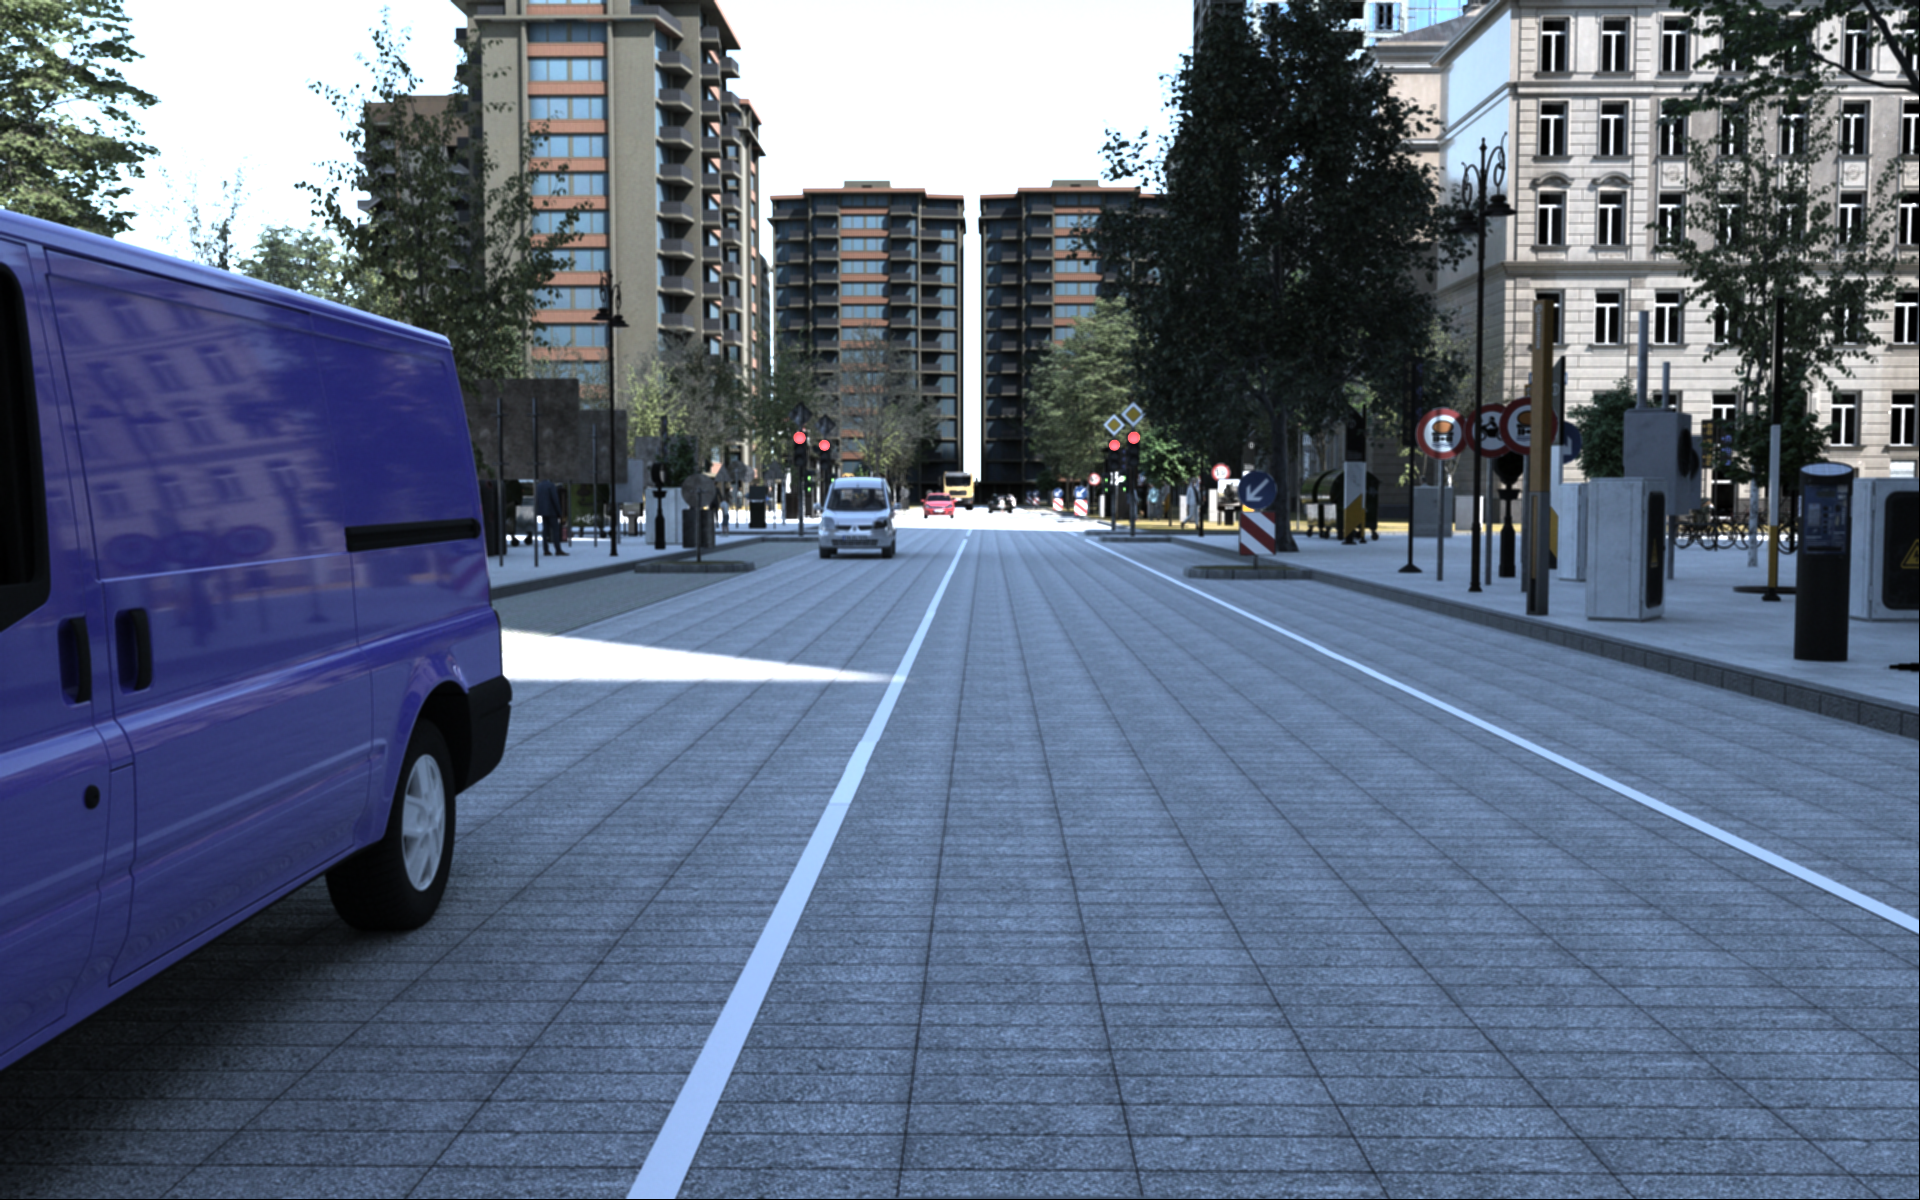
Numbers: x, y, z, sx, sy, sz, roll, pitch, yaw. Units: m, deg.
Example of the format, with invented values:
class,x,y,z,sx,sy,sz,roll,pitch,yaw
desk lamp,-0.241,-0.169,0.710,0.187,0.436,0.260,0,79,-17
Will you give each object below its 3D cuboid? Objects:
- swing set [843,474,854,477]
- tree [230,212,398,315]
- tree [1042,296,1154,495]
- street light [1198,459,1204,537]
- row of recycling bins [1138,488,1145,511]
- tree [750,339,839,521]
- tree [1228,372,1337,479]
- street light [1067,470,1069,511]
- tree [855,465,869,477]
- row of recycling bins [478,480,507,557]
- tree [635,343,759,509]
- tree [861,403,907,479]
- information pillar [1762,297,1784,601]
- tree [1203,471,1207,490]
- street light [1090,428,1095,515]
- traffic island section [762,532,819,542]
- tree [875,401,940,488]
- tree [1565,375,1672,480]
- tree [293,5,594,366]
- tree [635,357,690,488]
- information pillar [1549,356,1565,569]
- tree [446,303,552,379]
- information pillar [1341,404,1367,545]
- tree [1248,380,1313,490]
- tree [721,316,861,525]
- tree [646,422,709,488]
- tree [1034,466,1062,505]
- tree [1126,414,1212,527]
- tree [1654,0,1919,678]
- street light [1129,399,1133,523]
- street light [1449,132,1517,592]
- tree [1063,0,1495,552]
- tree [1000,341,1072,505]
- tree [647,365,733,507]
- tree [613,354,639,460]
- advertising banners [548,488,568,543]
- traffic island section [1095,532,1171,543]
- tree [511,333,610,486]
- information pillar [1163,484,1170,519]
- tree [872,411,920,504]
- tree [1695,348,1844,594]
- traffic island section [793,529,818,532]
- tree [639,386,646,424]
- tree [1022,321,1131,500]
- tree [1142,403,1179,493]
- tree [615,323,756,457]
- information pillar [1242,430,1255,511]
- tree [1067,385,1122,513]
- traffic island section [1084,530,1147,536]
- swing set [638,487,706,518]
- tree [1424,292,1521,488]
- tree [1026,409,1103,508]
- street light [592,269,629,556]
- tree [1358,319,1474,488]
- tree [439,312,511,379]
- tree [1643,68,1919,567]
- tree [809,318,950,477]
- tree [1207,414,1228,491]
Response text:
class,x,y,z,sx,sy,sz,roll,pitch,yaw
swing set,-8.577,-8.314,133.561,2.862,2.851,3.119,0,4,6
tree,-29.879,-10.462,77.716,9.857,13.997,8.962,0,3,0
tree,8.736,-11.026,98.397,7.486,12.596,7.792,0,3,0
street light,7.294,-4.856,52.186,0.468,5.910,1.993,0,4,1
row of recycling bins,11.738,-7.138,123.814,3.534,1.692,1.069,3,5,43
tree,-7.558,-8.031,81.670,4.360,8.622,3.978,0,3,0
tree,16.627,-8.373,87.267,4.360,8.622,3.978,0,3,0
street light,8.461,-9.925,135.059,0.468,5.910,1.993,0,4,1
tree,-6.664,-7.327,114.403,1.663,3.219,1.824,0,3,0
row of recycling bins,-10.002,-1.716,35.175,1.069,1.692,3.534,0,4,-2
tree,-16.375,-10.597,107.677,8.767,10.594,7.601,0,4,4
tree,-6.259,-11.526,138.811,4.737,8.622,4.395,0,3,0
information pillar,9.813,-1.804,20.854,0.183,3.616,0.504,1,4,22
tree,18.874,-10.399,120.381,4.360,8.622,3.978,0,3,0
street light,8.126,-8.198,106.825,0.468,5.910,1.993,0,4,1
traffic island section,-4.868,-1.870,52.861,2.009,0.180,2.903,0,4,1
tree,-5.734,-15.849,184.885,9.928,11.665,9.643,0,3,0
tree,18.149,-3.913,47.693,4.285,4.588,4.351,0,3,0
tree,-8.097,-4.695,27.125,4.737,8.622,4.395,0,3,0
tree,-16.802,-8.765,93.666,4.737,8.622,4.395,0,3,0
information pillar,10.160,-2.344,29.684,0.183,3.616,0.504,-1,4,-20
tree,-28.271,-11.336,102.351,9.611,12.733,9.660,0,3,0
information pillar,10.001,-3.225,44.079,0.504,3.616,0.183,-1,4,-18
tree,17.582,-8.830,94.736,4.737,8.622,4.395,0,3,0
tree,-7.406,-7.372,70.887,4.737,8.622,4.395,0,3,0
tree,-7.429,-3.193,46.801,1.663,3.219,1.824,0,3,0
tree,10.107,-13.310,201.334,4.285,4.588,4.351,0,3,0
tree,8.162,-5.141,67.775,4.285,4.588,4.351,0,3,0
tree,7.394,-5.267,11.879,9.928,11.665,9.643,0,3,0
street light,7.665,-6.412,77.625,0.468,5.910,1.993,0,4,1
street light,6.782,-3.048,22.621,0.468,5.910,1.993,0,4,1
tree,7.145,-7.435,38.572,9.611,12.733,9.660,0,3,0
tree,11.292,-21.776,211.921,12.611,20.169,13.585,0,3,0
tree,-15.364,-9.139,99.779,4.360,8.622,3.978,0,3,0
tree,-17.839,-8.193,84.316,4.360,8.622,3.978,0,3,0
advertising banners,-10.574,-3.052,46.083,0.090,3.025,2.074,1,4,10
traffic island section,5.272,-1.860,52.696,2.009,0.180,2.903,0,4,1
tree,-18.541,-7.825,78.298,4.360,8.622,3.978,0,3,0
information pillar,10.766,-6.034,90.015,0.183,3.616,0.504,-1,4,-18
tree,-5.592,-12.142,148.883,4.360,8.622,3.978,0,3,0
tree,10.751,-1.719,22.707,1.663,3.219,1.824,0,3,0
traffic island section,-4.741,-2.359,60.845,2.009,0.180,2.903,0,4,1
tree,-21.909,-10.132,116.027,4.360,8.622,3.978,0,3,0
tree,8.855,-13.369,125.231,9.857,13.997,8.962,0,3,0
tree,14.715,-11.216,133.744,4.737,8.622,4.395,0,3,0
tree,-19.723,-13.027,123.361,12.009,13.543,11.850,0,3,0
information pillar,10.616,-4.423,63.671,0.504,3.616,0.183,-1,4,-22
tree,8.798,-10.165,116.559,4.737,8.622,4.395,0,3,0
traffic island section,5.399,-2.349,60.680,2.009,0.180,2.903,0,4,1
swing set,-12.717,-4.859,77.064,2.862,2.851,3.119,0,4,3
tree,18.361,-6.955,64.085,4.360,8.622,3.978,0,3,0
tree,10.036,-13.543,155.832,8.767,10.594,7.601,0,4,7
street light,-7.188,-3.853,35.783,0.468,5.910,1.993,0,4,1
tree,18.741,-7.376,70.956,4.737,8.622,4.395,0,3,0
tree,-20.456,-7.348,70.496,4.360,8.622,3.978,0,3,0
tree,14.293,-4.895,30.404,4.737,8.622,4.395,0,3,0
tree,-5.932,-12.915,121.531,12.009,13.543,11.850,0,3,0
tree,17.771,-9.366,103.501,4.360,8.622,3.978,0,3,0
